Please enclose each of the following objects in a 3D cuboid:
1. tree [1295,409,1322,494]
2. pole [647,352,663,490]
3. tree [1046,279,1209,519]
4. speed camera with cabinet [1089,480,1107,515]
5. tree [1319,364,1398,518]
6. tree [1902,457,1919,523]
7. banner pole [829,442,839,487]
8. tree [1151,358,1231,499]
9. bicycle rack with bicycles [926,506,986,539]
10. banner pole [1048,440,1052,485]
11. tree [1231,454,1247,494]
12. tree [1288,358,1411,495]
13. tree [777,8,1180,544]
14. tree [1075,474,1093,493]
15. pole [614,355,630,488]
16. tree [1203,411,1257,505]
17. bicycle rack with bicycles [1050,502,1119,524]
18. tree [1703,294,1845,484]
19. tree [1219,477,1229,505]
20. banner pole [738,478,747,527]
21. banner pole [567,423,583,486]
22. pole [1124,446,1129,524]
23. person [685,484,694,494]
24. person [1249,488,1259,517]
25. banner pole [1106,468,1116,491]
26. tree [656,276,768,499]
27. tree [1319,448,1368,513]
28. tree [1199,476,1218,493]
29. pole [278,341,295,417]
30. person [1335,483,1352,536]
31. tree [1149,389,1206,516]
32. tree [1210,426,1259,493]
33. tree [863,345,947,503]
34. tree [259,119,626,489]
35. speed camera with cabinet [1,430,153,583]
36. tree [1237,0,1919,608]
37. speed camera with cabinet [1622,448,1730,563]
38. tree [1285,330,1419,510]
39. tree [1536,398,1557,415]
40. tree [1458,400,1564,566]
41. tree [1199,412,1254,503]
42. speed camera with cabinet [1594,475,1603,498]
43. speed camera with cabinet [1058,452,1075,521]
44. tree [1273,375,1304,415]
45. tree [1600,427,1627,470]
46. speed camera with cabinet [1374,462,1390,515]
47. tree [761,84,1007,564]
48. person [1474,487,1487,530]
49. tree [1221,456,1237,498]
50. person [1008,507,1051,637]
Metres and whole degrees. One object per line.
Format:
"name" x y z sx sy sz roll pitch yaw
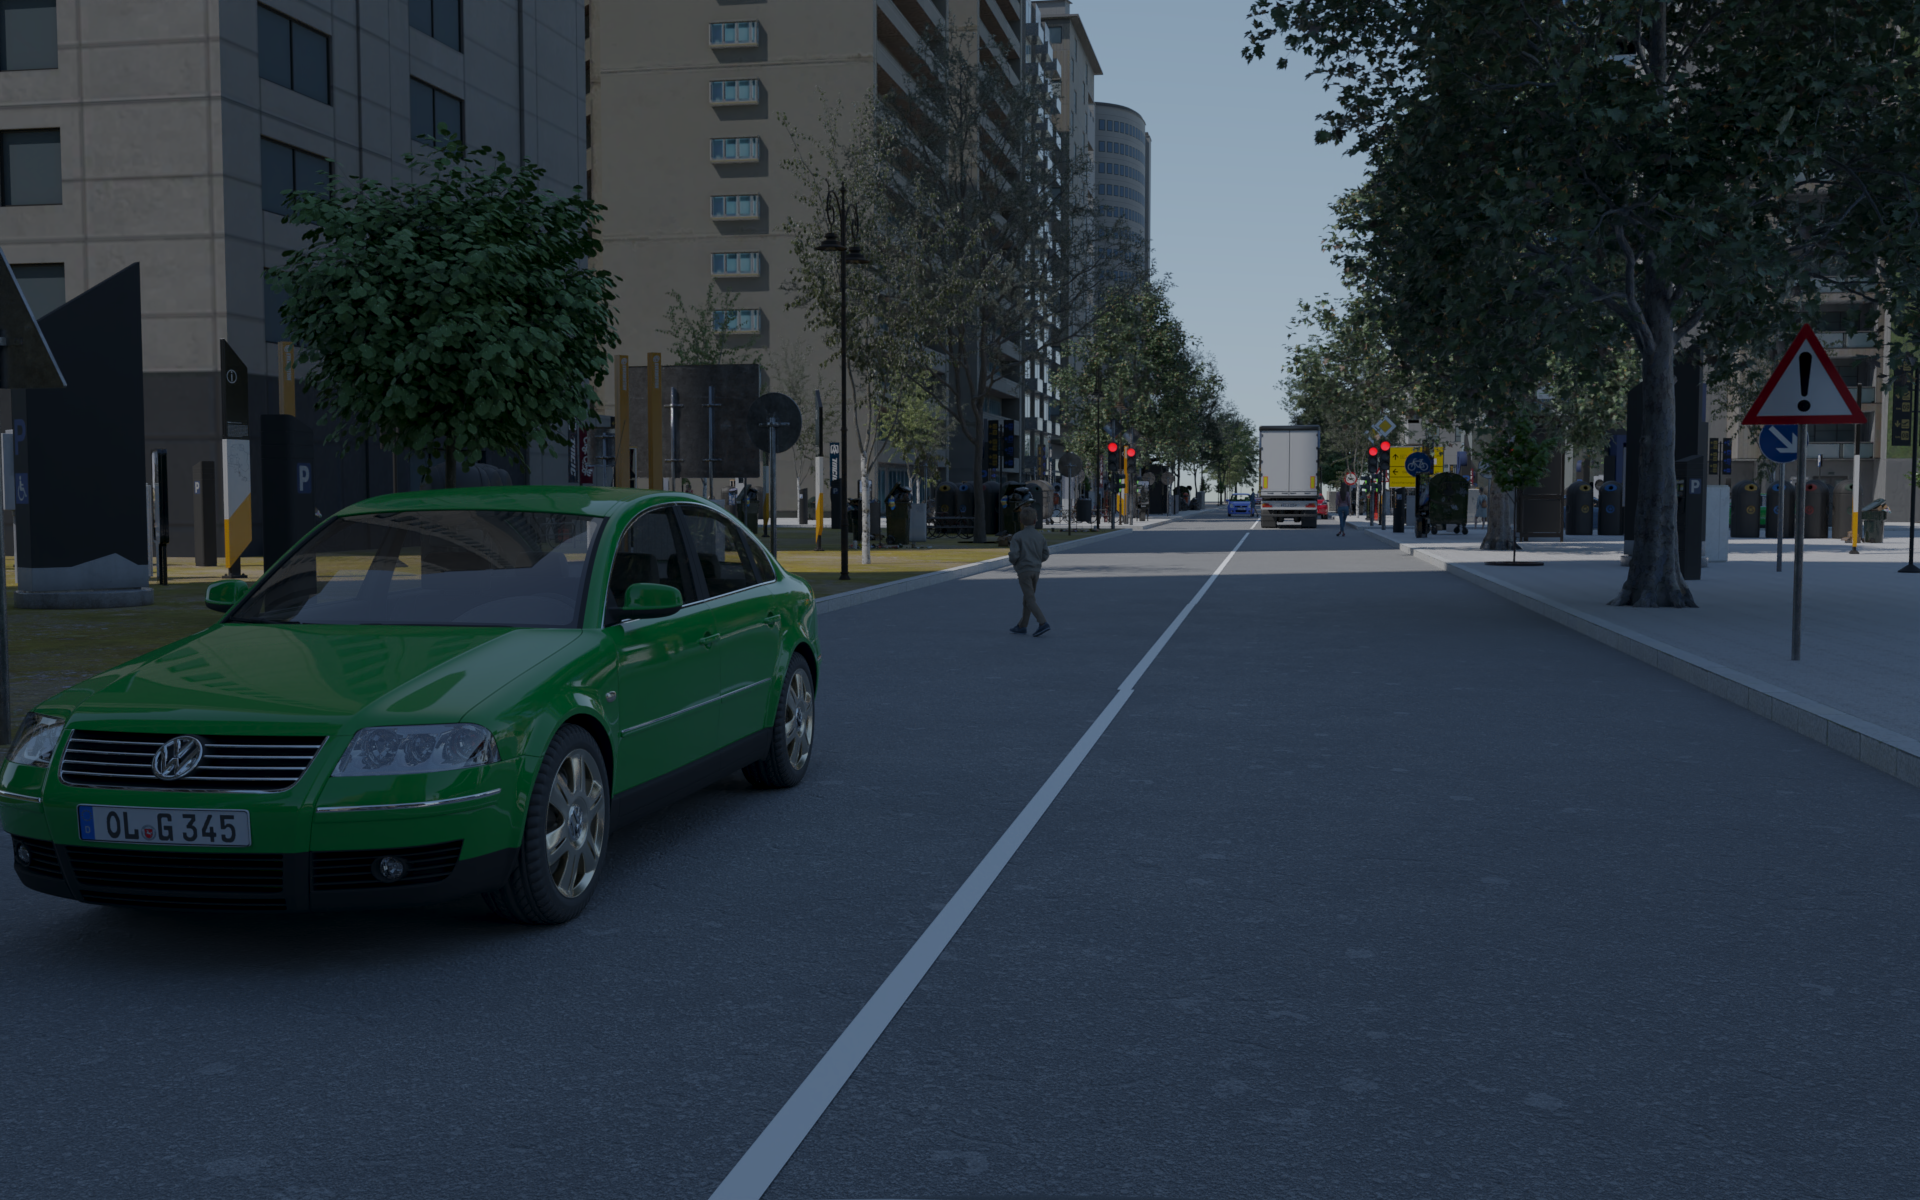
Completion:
"tree" 40.806 -16.537 196.129 9.928 11.665 9.643 0 3 0
"pole" -4.404 -1.908 25.044 0.158 3.312 0.155 0 3 0
"tree" 9.270 -10.649 91.116 9.611 12.733 9.660 0 3 0
"speed camera with cabinet" 8.543 -6.918 107.444 0.660 3.252 2.038 1 4 21
"tree" 21.244 -8.680 92.286 4.360 8.622 3.978 0 3 0
"tree" 42.662 -4.987 76.135 1.663 3.219 1.824 0 3 0
"banner pole" -5.178 -5.109 73.545 0.863 3.779 0.401 2 4 24
"tree" 14.679 -11.259 118.501 7.601 10.594 8.767 1 4 17
"bicycle rack with bicycles" -0.573 -2.221 49.699 2.925 0.926 2.852 -1 4 -15
"banner pole" 4.178 -5.532 80.472 0.401 3.779 0.863 -1 4 -9
"tree" 44.470 -20.247 281.405 4.360 8.622 3.978 0 3 0
"tree" 25.045 -10.851 111.831 8.767 10.594 7.601 1 4 10
"tree" 0.370 -8.222 44.798 12.009 13.543 11.850 0 3 0
"tree" 9.729 -8.654 136.102 1.663 3.219 1.824 0 3 0
"pole" -4.969 -1.937 25.510 0.158 3.312 0.155 0 3 0
"tree" 31.675 -17.320 208.942 9.928 11.665 9.643 0 3 0
"bicycle rack with bicycles" 5.297 -3.789 75.327 2.925 0.926 2.852 1 4 18
"tree" 25.481 -6.381 54.698 4.360 8.622 3.978 0 3 0
"tree" 29.470 -12.331 196.208 1.663 3.219 1.824 0 3 0
"banner pole" -6.103 -3.587 48.664 0.401 3.779 0.863 -2 4 -25
"banner pole" -10.417 -3.488 47.050 0.401 3.779 0.863 1 4 22
"pole" 7.059 -4.871 73.476 0.158 3.312 0.155 0 3 0
"person" -11.083 -3.815 70.851 0.573 1.828 0.580 -2 4 -35
"person" 18.036 -5.989 106.449 0.654 1.822 0.581 3 5 41
"banner pole" 12.348 -9.443 144.408 0.401 3.779 0.863 3 5 42
"tree" -8.699 -6.685 59.661 4.737 8.622 4.395 0 3 0
"tree" 26.261 -8.274 118.998 4.285 4.588 4.351 0 3 0
"tree" 23.759 -10.680 169.219 1.663 3.219 1.824 0 3 0
"pole" -9.030 -1.801 23.294 0.158 3.312 0.155 0 3 0
"person" 12.964 -3.059 58.529 0.555 1.821 0.388 0 4 -2
"tree" 12.593 -9.368 103.523 4.360 8.622 3.978 0 3 0
"tree" 46.228 -23.483 290.593 9.857 13.997 8.962 0 3 0
"tree" -2.502 -8.230 84.924 4.737 8.622 4.395 0 3 0
"tree" -4.477 -1.939 15.413 4.285 4.588 4.351 0 3 0
"speed camera with cabinet" -13.123 -1.913 25.606 0.660 3.252 2.038 3 5 43
"tree" 8.027 -6.282 19.724 9.611 12.733 9.660 0 3 0
"speed camera with cabinet" 13.385 -2.325 32.347 2.038 3.252 0.660 -1 4 -20
"tree" 28.883 -13.503 127.435 9.857 13.997 8.962 0 3 0
"tree" 23.176 -7.391 71.205 4.360 8.622 3.978 0 3 0
"tree" 10.046 -2.230 31.054 1.663 3.219 1.824 0 3 0
"tree" 36.885 -19.743 240.931 7.486 12.596 7.792 0 3 0
"speed camera with cabinet" 30.682 -5.504 84.322 0.660 3.252 2.038 -3 4 -37
"speed camera with cabinet" 5.119 -5.360 81.968 0.660 3.252 2.038 0 4 5
"tree" 51.952 -24.161 250.918 12.611 20.169 13.585 0 3 0
"tree" 28.528 -5.411 72.191 4.285 4.588 4.351 0 3 0
"speed camera with cabinet" 26.268 -6.869 106.643 0.660 3.252 2.038 -2 4 -27
"tree" -1.584 -4.956 31.396 4.360 8.622 3.978 0 3 0
"person" 19.798 -3.442 65.777 0.512 1.701 0.522 -2 4 -25
"tree" 42.550 -19.755 273.352 4.737 8.622 4.395 0 3 0
"person" 0.684 -0.289 17.502 0.475 1.303 0.640 -3 5 -44
